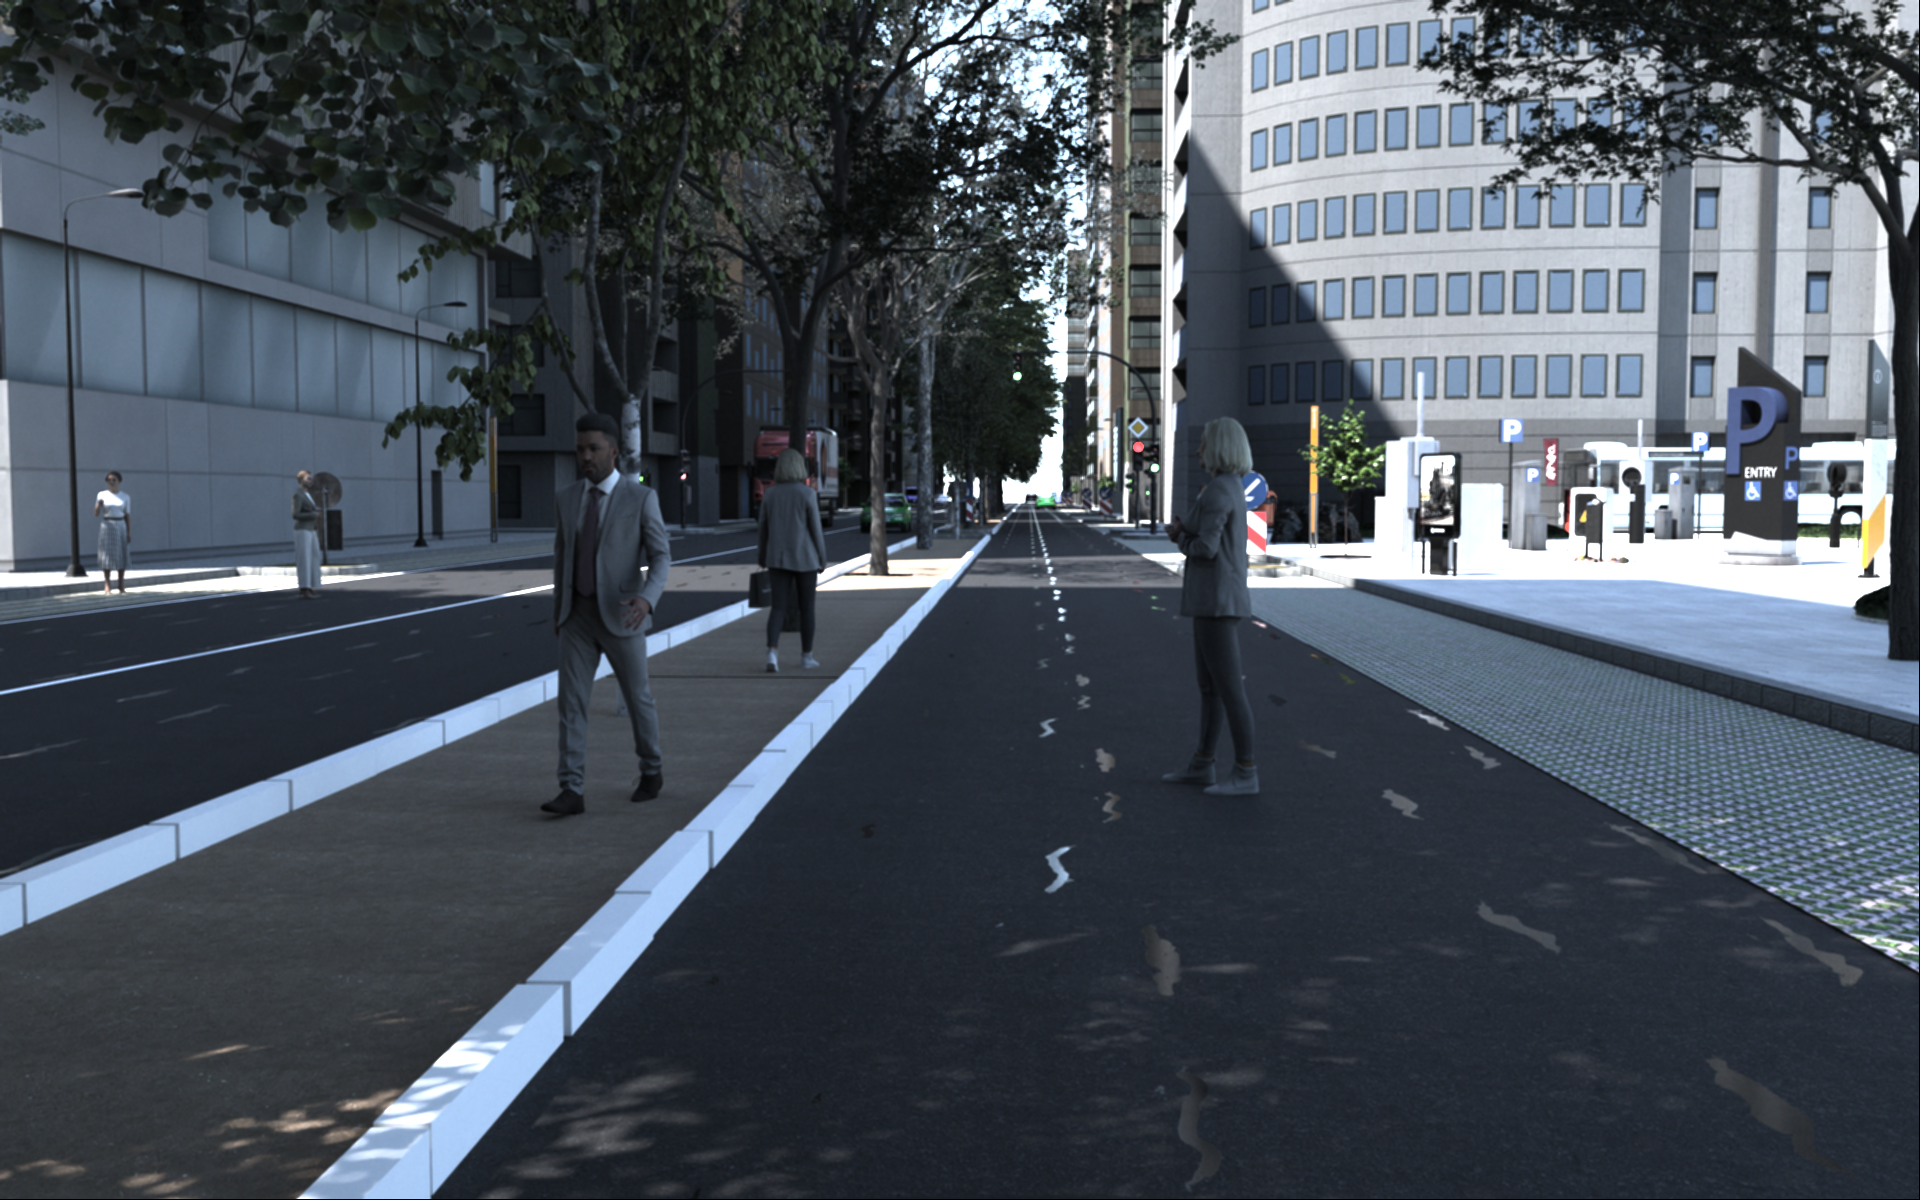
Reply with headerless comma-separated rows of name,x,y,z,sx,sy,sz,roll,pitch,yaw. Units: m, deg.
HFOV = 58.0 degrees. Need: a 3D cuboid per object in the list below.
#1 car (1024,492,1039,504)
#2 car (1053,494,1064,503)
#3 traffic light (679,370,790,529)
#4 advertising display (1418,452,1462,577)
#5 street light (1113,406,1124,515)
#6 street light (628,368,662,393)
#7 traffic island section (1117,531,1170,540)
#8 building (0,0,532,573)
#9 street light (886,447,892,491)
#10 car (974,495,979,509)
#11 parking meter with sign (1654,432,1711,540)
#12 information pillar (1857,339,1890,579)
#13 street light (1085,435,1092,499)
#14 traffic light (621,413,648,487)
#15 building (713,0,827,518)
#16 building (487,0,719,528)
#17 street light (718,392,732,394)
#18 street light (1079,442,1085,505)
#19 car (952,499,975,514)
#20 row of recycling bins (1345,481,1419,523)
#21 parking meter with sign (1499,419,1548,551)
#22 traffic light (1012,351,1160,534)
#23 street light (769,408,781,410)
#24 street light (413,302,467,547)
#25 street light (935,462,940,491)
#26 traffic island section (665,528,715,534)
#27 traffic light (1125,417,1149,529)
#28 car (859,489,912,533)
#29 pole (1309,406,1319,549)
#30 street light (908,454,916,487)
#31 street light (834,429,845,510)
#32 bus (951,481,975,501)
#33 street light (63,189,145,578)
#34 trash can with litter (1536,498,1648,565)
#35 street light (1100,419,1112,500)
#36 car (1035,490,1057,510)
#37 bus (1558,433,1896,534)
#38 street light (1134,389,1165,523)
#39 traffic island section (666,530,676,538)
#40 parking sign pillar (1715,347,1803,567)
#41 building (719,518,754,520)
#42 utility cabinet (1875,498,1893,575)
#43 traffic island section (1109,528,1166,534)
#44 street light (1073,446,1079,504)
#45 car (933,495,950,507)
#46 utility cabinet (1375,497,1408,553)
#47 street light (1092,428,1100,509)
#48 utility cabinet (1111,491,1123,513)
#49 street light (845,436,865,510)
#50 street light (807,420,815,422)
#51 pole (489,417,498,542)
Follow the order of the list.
car,10.756,-15.432,260.992,2.281,1.827,5.304,0,4,2
car,13.508,-14.180,241.439,1.945,1.707,3.694,0,4,3
traffic light,-8.059,-5.438,63.577,4.771,5.953,1.251,0,4,2
advertising display,7.529,-1.344,27.186,0.123,1.923,0.974,-1,4,-19
street light,9.030,-7.293,91.786,1.470,5.913,1.316,0,4,2
street light,-11.617,-5.575,63.700,1.470,5.913,1.316,0,4,2
traffic island section,6.169,-2.008,55.117,2.009,0.180,2.903,0,4,2
building,-26.983,-27.615,40.743,27.495,52.752,28.713,0,4,2
street light,-7.391,-12.077,169.997,1.470,5.913,1.316,0,4,2
car,0.977,-9.156,162.281,1.945,1.354,3.894,0,4,3
parking meter with sign,20.176,-3.193,48.470,1.738,3.016,0.543,-2,4,-31
information pillar,13.918,-2.139,26.330,0.504,3.616,0.183,-2,4,-32
street light,10.868,-10.066,137.116,1.470,5.913,1.316,0,4,2
traffic light,-10.470,-4.081,55.646,0.839,4.253,0.868,0,4,2
building,-16.476,-28.352,113.673,14.600,45.320,14.200,0,4,2
building,-18.037,-18.237,69.883,14.160,30.474,14.107,0,4,2
street light,-11.013,-6.489,78.629,1.470,5.913,1.316,0,4,2
street light,11.588,-11.088,153.823,1.470,5.913,1.316,0,4,2
car,0.152,-6.712,122.319,1.945,1.354,3.894,0,4,4
row of recycling bins,13.340,-2.851,53.720,1.069,1.692,3.534,-2,4,-34
parking meter with sign,12.883,-2.642,39.458,0.543,3.016,1.738,0,4,-6
traffic light,4.035,-4.910,54.946,4.771,5.953,1.251,0,4,2
street light,-10.346,-7.401,93.555,1.470,5.913,1.316,0,4,2
street light,-12.582,-4.245,41.947,1.470,5.913,1.316,0,4,2
street light,-3.509,-18.109,268.621,1.470,5.913,1.316,0,4,2
traffic island section,-10.192,-2.537,63.761,2.009,0.180,2.903,0,4,2
traffic light,6.446,-4.530,62.983,0.839,4.253,0.868,0,4,2
car,-2.778,-3.470,65.527,1.959,1.807,4.718,0,4,1
pole,8.218,-2.834,40.182,0.158,3.312,0.155,0,3,0
street light,-6.180,-13.940,200.452,1.470,5.913,1.316,0,4,2
street light,-9.203,-9.235,123.532,1.470,5.913,1.316,0,4,2
bus,0.406,-14.886,238.241,2.948,3.499,13.247,0,4,4
street light,-13.128,-3.305,26.579,1.470,5.913,1.316,0,4,2
trash can with litter,11.946,-1.300,32.308,1.678,1.210,2.233,-1,4,-10
street light,9.572,-8.221,106.947,1.470,5.913,1.316,0,4,2
car,7.827,-9.100,157.585,1.959,1.807,4.718,0,4,1
bus,26.494,-3.910,58.781,13.247,3.499,2.948,0,4,1
street light,8.402,-6.380,76.858,1.470,5.913,1.316,0,4,2
traffic island section,-10.509,-2.049,55.783,2.009,0.180,2.903,0,4,2
parking sign pillar,14.446,-2.613,31.202,1.447,3.967,1.447,-2,4,-23
building,-17.272,-26.998,91.529,14.600,45.320,14.200,0,4,2
utility cabinet,15.145,-1.001,27.521,1.020,1.237,0.306,0,4,8
traffic island section,6.486,-2.496,63.096,2.009,0.180,2.903,0,4,2
street light,12.061,-12.001,168.757,1.470,5.913,1.316,0,4,2
car,-2.159,-10.906,190.674,2.083,1.381,4.827,0,4,3
utility cabinet,9.523,-1.642,38.008,0.306,1.237,1.020,-1,4,-21
street light,10.251,-9.133,121.873,1.470,5.913,1.316,0,4,2
utility cabinet,10.364,-6.452,114.166,0.318,1.500,1.173,3,4,38
street light,-8.630,-10.251,140.141,1.470,5.913,1.316,0,4,2
street light,-9.764,-8.315,108.485,1.470,5.913,1.316,0,4,2
pole,-12.382,-3.188,45.960,0.158,3.312,0.155,0,3,0
